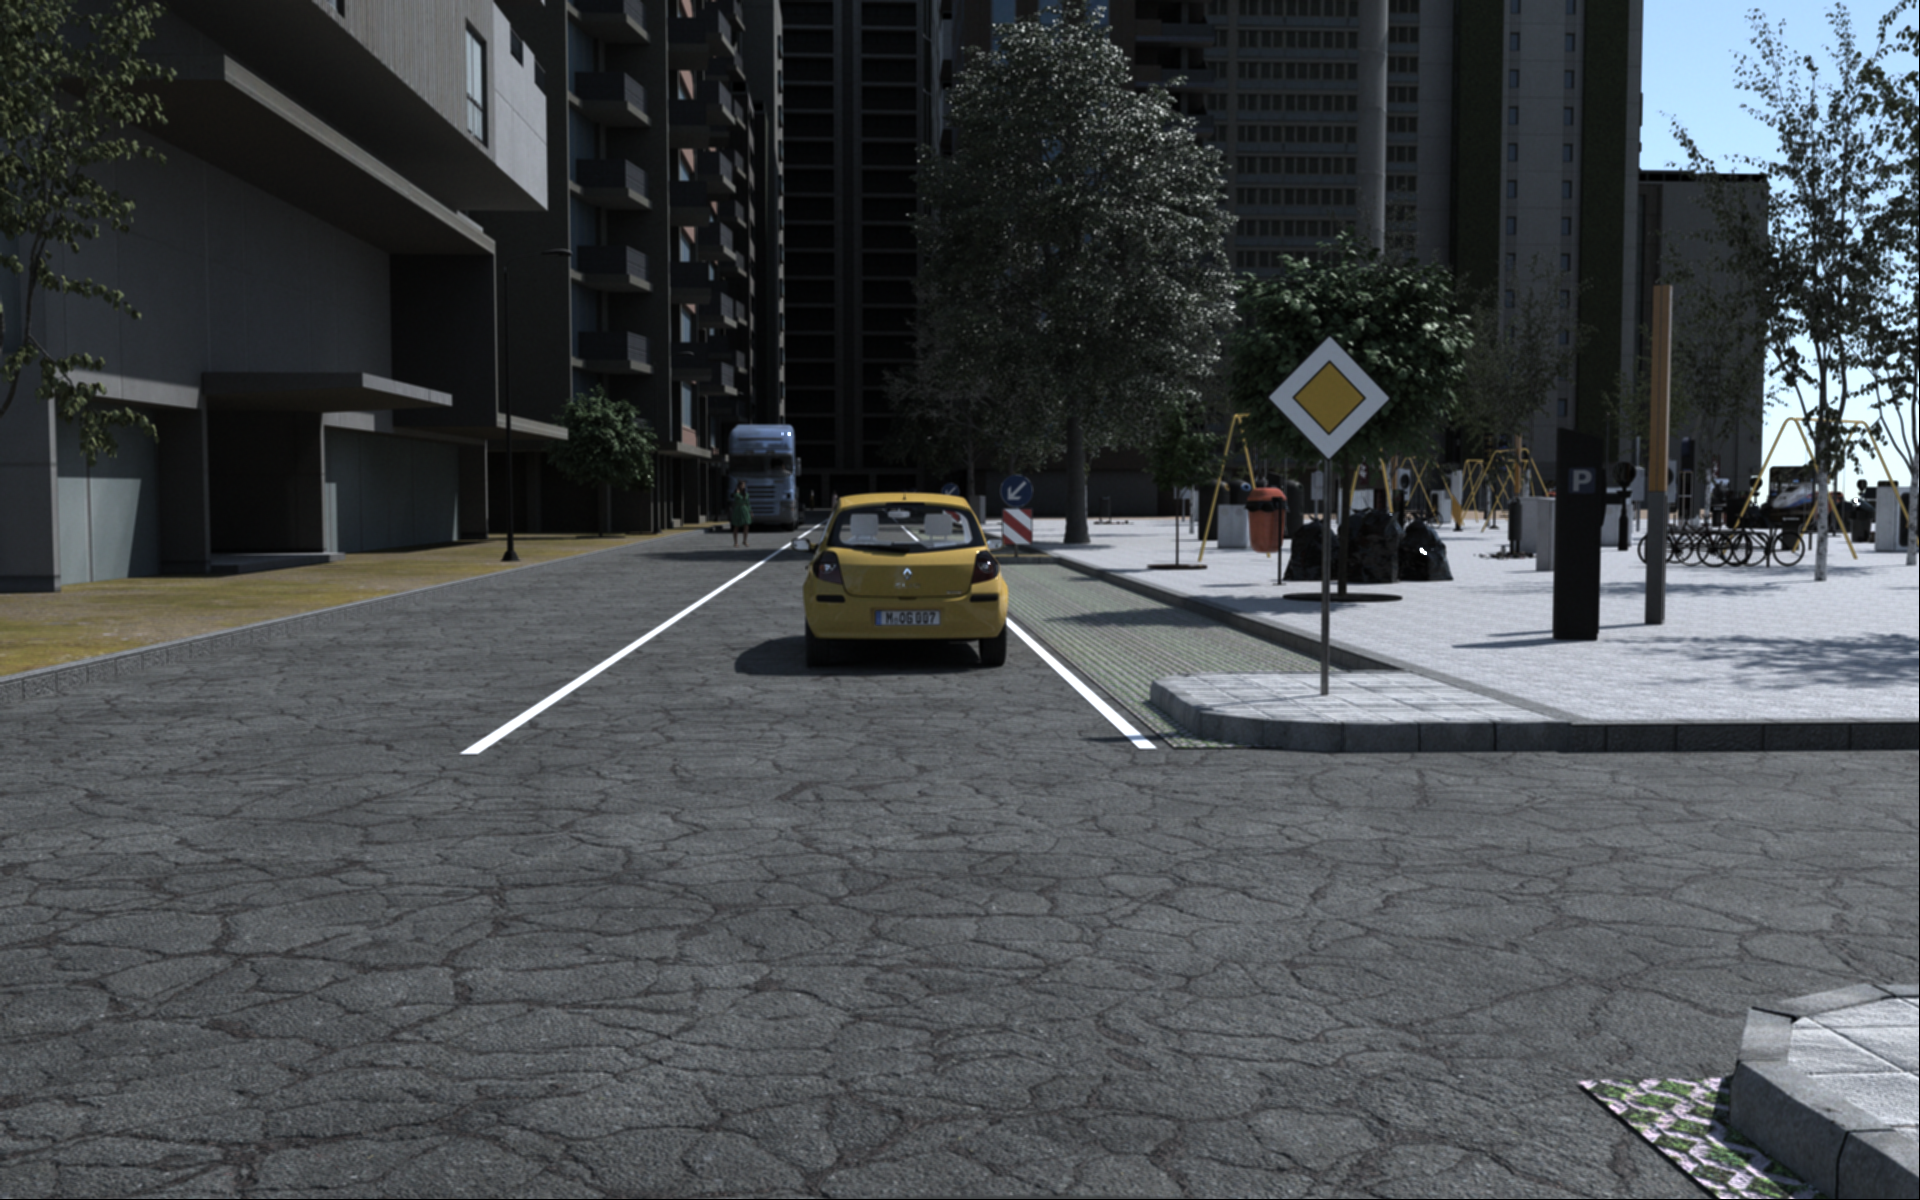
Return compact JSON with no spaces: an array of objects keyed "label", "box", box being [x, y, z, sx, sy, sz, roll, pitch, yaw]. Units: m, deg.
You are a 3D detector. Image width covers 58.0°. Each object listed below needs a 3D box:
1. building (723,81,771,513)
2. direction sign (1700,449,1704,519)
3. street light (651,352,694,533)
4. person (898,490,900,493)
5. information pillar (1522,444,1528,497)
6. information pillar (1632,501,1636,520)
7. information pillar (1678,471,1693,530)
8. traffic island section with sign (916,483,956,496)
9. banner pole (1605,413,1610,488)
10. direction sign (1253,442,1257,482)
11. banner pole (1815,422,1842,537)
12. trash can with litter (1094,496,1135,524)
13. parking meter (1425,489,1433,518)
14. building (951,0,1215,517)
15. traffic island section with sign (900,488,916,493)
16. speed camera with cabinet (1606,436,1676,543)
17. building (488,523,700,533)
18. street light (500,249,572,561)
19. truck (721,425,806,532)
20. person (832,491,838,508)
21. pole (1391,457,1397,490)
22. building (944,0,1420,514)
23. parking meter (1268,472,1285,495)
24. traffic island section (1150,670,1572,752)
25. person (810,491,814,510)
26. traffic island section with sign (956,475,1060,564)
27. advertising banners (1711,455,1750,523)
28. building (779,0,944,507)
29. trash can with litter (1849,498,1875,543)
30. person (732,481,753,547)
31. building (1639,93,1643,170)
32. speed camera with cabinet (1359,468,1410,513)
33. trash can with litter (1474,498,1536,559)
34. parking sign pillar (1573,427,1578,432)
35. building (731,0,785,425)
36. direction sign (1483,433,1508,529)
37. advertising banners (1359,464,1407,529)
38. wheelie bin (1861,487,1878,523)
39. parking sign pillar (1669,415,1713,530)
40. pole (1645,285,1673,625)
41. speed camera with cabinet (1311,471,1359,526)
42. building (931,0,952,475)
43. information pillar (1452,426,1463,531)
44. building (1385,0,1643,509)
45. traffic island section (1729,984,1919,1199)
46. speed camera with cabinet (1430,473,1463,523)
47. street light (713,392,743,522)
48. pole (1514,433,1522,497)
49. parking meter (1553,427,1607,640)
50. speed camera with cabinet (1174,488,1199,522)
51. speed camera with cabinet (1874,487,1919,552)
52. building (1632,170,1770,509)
[{"label":"building","box":[-20.734,-21.387,121.384,14.160,30.474,14.107,0,4,-3]},{"label":"direction sign","box":[37.467,-5.854,87.717,0.379,3.537,0.876,0,4,5]},{"label":"street light","box":[-9.413,-5.151,56.766,1.470,5.913,1.316,0,4,-3]},{"label":"person","box":[-4.592,-7.513,132.061,1.217,1.743,0.721,-1,4,-20]},{"label":"information pillar","box":[26.134,-5.429,80.123,0.183,3.616,0.504,0,4,-1]},{"label":"information pillar","box":[32.998,-4.926,85.027,0.304,2.012,0.304,0,4,3]},{"label":"information pillar","box":[23.505,-3.159,56.148,0.304,2.012,0.304,-1,4,-8]},{"label":"traffic island section with sign","box":[-0.490,-3.353,63.456,1.989,1.847,2.006,0,4,-3]},{"label":"banner pole","box":[20.121,-3.906,53.886,0.401,3.779,0.863,1,4,23]},{"label":"direction sign","box":[10.399,-4.228,61.128,0.379,3.537,0.876,1,4,17]},{"label":"banner pole","box":[26.217,-3.810,52.316,0.401,3.779,0.863,-3,5,-45]},{"label":"trash can with litter","box":[6.609,-3.858,74.134,2.233,1.210,1.678,-2,4,-25]},{"label":"parking meter","box":[23.359,-4.760,86.230,0.372,1.533,0.369,0,3,0]},{"label":"building","box":[6.755,-27.728,103.464,14.600,45.320,14.200,0,4,-3]},{"label":"traffic island section with sign","box":[-4.630,-8.032,139.947,1.989,1.847,2.006,0,4,-3]},{"label":"speed camera with cabinet","box":[17.642,-3.120,45.354,2.038,3.252,0.660,1,4,21]},{"label":"building","box":[-20.696,-25.354,69.157,22.147,44.769,28.867,0,4,-3]},{"label":"street light","box":[-8.063,-3.698,33.000,1.470,5.913,1.316,0,4,-3]},{"label":"truck","box":[-7.952,-5.082,72.845,2.967,4.110,18.799,0,4,-4]},{"label":"person","box":[-11.734,-9.354,162.107,0.621,1.740,0.551,2,4,25]},{"label":"pole","box":[13.091,-3.572,52.238,0.158,3.312,0.155,0,3,0]},{"label":"building","box":[15.101,-26.382,123.219,32.217,40.220,23.993,0,4,-3]},{"label":"parking meter","box":[8.301,-2.433,45.491,0.399,1.863,0.255,2,4,34]},{"label":"traffic island section","box":[2.348,0.685,11.074,2.009,0.180,2.903,0,4,-3]},{"label":"person","box":[-13.527,-9.045,157.116,0.721,1.736,1.217,-1,4,-10]},{"label":"traffic island section with sign","box":[1.006,-1.671,35.949,1.989,1.847,2.006,0,4,-3]},{"label":"advertising banners","box":[34.153,-4.935,76.876,0.090,3.025,2.074,-2,4,-29]},{"label":"building","box":[-8.597,-45.293,178.799,20.611,71.187,20.563,0,4,-3]},{"label":"trash can with litter","box":[24.103,-2.107,45.843,0.624,1.170,1.055,-2,4,-25]},{"label":"person","box":[-5.930,-2.336,46.948,0.600,1.795,0.529,-3,5,-43]},{"label":"building","box":[60.554,-30.345,179.741,14.086,41.232,14.154,0,4,-3]},{"label":"speed camera with cabinet","box":[15.068,-4.082,61.077,2.038,3.252,0.660,-3,5,-41]},{"label":"trash can with litter","box":[10.983,-1.459,34.912,1.678,1.210,2.233,2,4,32]},{"label":"parking sign pillar","box":[24.922,-4.999,70.200,1.447,3.967,1.447,0,4,7]},{"label":"building","box":[-26.289,-32.164,149.581,21.600,48.544,21.300,0,4,-3]},{"label":"direction sign","box":[19.745,-4.399,63.913,0.876,3.537,0.379,0,3,0]},{"label":"advertising banners","box":[12.201,-3.305,50.227,0.090,3.025,2.074,-2,4,-29]},{"label":"wheelie bin","box":[40.850,-4.259,77.537,0.980,1.594,0.693,3,5,39]},{"label":"parking sign pillar","box":[24.848,-4.305,58.865,1.447,3.967,1.447,2,4,33]},{"label":"pole","box":[6.871,-1.418,17.027,0.158,3.312,0.155,0,3,0]},{"label":"speed camera with cabinet","box":[15.168,-4.601,69.554,2.038,3.252,0.660,1,4,17]},{"label":"building","box":[11.435,-34.203,148.449,28.713,52.752,27.495,0,4,-3]},{"label":"information pillar","box":[17.222,-4.196,59.959,0.183,3.616,0.504,-1,4,-16]},{"label":"building","box":[42.497,-37.375,153.080,28.212,58.520,21.231,0,4,-3]},{"label":"traffic island section","box":[2.780,1.173,3.101,2.009,0.180,2.903,0,4,-3]},{"label":"speed camera with cabinet","box":[21.363,-4.997,76.044,0.660,3.252,2.038,-1,4,-10]},{"label":"street light","box":[-10.609,-6.528,79.268,1.470,5.913,1.316,0,4,-3]},{"label":"pole","box":[18.639,-3.917,57.892,0.158,3.312,0.155,0,3,0]},{"label":"parking meter","box":[5.464,-0.585,15.270,0.399,1.863,0.255,1,4,10]},{"label":"speed camera with cabinet","box":[10.830,-5.261,80.357,2.038,3.252,0.660,-3,4,-39]},{"label":"speed camera with cabinet","box":[21.477,-2.710,38.650,2.038,3.252,0.660,-1,4,-18]},{"label":"building","box":[63.447,-23.651,158.389,14.107,30.474,14.160,0,4,-3]}]
